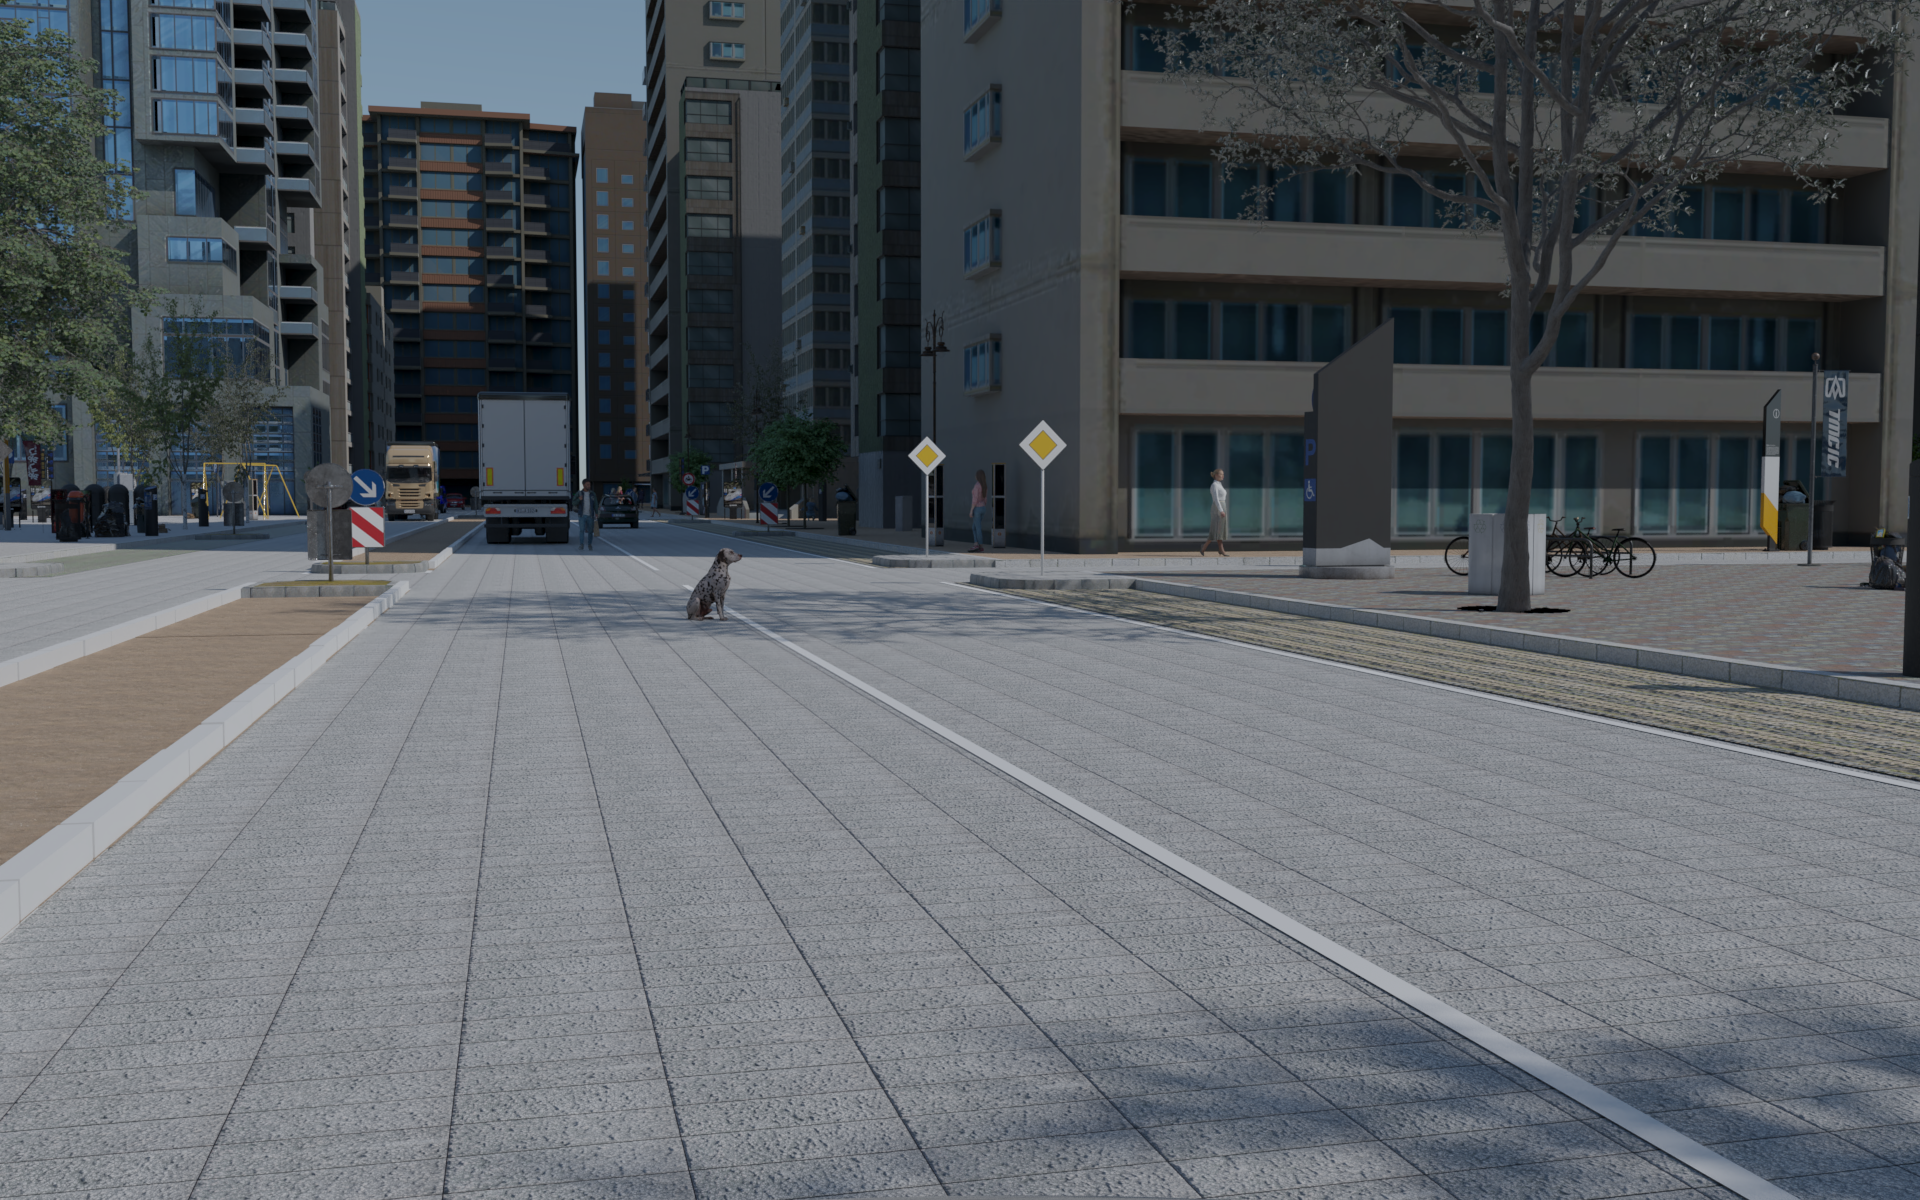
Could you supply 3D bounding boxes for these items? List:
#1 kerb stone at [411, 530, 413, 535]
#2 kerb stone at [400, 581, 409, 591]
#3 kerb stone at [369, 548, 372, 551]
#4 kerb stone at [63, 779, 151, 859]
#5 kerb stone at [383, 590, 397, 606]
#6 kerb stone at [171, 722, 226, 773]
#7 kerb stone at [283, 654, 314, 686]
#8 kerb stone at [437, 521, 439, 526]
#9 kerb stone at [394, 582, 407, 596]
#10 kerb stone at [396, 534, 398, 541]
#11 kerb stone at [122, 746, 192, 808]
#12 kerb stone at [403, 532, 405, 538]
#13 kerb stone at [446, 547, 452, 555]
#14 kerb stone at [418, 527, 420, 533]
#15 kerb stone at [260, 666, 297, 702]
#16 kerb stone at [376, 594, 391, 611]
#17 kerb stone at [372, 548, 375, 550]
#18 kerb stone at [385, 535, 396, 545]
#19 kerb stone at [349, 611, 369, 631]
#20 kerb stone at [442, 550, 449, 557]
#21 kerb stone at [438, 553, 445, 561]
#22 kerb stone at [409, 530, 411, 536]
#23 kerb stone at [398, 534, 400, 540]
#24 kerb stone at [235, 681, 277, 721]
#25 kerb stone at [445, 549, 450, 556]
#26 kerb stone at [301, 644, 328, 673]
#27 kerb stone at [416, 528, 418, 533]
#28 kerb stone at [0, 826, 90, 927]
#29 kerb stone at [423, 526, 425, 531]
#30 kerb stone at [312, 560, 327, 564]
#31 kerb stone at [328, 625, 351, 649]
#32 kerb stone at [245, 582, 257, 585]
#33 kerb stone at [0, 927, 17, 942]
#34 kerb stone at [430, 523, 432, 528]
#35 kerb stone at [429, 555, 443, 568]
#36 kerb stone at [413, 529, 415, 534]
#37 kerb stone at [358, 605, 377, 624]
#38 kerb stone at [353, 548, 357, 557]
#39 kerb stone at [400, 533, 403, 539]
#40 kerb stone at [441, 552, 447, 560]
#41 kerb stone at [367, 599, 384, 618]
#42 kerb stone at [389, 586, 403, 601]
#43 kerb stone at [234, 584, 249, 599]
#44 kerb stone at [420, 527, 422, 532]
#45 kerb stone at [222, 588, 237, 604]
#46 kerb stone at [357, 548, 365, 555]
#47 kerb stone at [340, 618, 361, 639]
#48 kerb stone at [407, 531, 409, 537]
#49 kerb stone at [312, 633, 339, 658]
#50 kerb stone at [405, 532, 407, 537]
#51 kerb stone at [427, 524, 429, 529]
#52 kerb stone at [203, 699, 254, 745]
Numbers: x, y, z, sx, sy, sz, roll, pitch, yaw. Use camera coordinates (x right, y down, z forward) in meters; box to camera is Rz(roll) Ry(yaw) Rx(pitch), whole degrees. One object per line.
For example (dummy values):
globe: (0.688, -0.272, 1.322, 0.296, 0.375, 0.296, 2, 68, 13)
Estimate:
kerb stone: (-18.797, -2.248, 58.954, 0.120, 0.150, 1.000, -1, 4, -14)
kerb stone: (-8.094, -0.178, 25.136, 0.120, 0.150, 1.000, -1, 4, -14)
kerb stone: (-14.779, -1.274, 43.045, 0.120, 0.150, 1.000, -1, 4, -14)
kerb stone: (-3.565, 0.915, 7.243, 0.120, 0.150, 1.000, -1, 4, -14)
kerb stone: (-7.328, 0.003, 22.142, 0.120, 0.150, 1.000, -1, 4, -14)
kerb stone: (-4.075, 0.802, 9.227, 0.120, 0.150, 1.000, -1, 4, -14)
kerb stone: (-5.069, 0.550, 13.208, 0.120, 0.150, 1.000, -1, 4, -14)
kerb stone: (-23.326, -3.342, 76.840, 0.120, 0.150, 1.000, -1, 4, -14)
kerb stone: (-7.838, -0.116, 24.137, 0.120, 0.150, 1.000, -1, 4, -14)
kerb stone: (-17.040, -1.822, 51.982, 0.120, 0.150, 1.000, -1, 4, -14)
kerb stone: (-3.823, 0.854, 8.232, 0.120, 0.150, 1.000, -1, 4, -14)
kerb stone: (-17.798, -2.002, 54.963, 0.120, 0.150, 1.000, -1, 4, -14)
kerb stone: (-11.740, -1.063, 39.577, 0.120, 0.150, 1.000, -1, 4, -14)
kerb stone: (-19.804, -2.491, 62.918, 0.120, 0.150, 1.000, -1, 4, -14)
kerb stone: (-4.824, 0.611, 12.209, 0.120, 0.150, 1.000, -1, 4, -14)
kerb stone: (-7.085, 0.065, 21.149, 0.120, 0.150, 1.000, -1, 4, -14)
kerb stone: (-15.035, -1.336, 44.035, 0.120, 0.150, 1.000, -1, 4, -14)
kerb stone: (-16.791, -1.761, 50.990, 0.120, 0.150, 1.000, -1, 4, -14)
kerb stone: (-6.332, 0.247, 18.169, 0.120, 0.150, 1.000, -1, 4, -14)
kerb stone: (-11.230, -0.936, 37.584, 0.120, 0.150, 1.000, -1, 4, -14)
kerb stone: (-10.726, -0.816, 35.594, 0.120, 0.150, 1.000, -1, 4, -14)
kerb stone: (-18.554, -2.187, 57.960, 0.120, 0.150, 1.000, -1, 4, -14)
kerb stone: (-17.298, -1.883, 52.980, 0.120, 0.150, 1.000, -1, 4, -14)
kerb stone: (-4.577, 0.671, 11.218, 0.120, 0.150, 1.000, -1, 4, -14)
kerb stone: (-11.492, -0.996, 38.582, 0.120, 0.150, 1.000, -1, 4, -14)
kerb stone: (-5.319, 0.496, 14.199, 0.120, 0.150, 1.000, -1, 4, -14)
kerb stone: (-19.557, -2.430, 61.925, 0.120, 0.150, 1.000, -1, 4, -14)
kerb stone: (-3.314, 0.976, 6.244, 0.120, 0.150, 1.000, -1, 4, -14)
kerb stone: (-20.563, -2.671, 65.899, 0.120, 0.150, 1.000, -1, 4, -14)
kerb stone: (-12.264, -0.665, 33.097, 0.120, 0.150, 1.000, -1, 4, -14)
kerb stone: (-5.829, 0.368, 16.182, 0.120, 0.150, 1.000, -1, 4, -14)
kerb stone: (-10.137, -0.149, 24.644, 0.120, 0.150, 1.000, -1, 4, -14)
kerb stone: (-3.059, 1.037, 5.248, 0.120, 0.150, 1.000, -1, 4, -14)
kerb stone: (-21.815, -2.977, 70.865, 0.120, 0.150, 1.000, -1, 4, -14)
kerb stone: (-10.473, -0.758, 34.597, 0.120, 0.150, 1.000, -1, 4, -14)
kerb stone: (-19.048, -2.309, 59.945, 0.120, 0.150, 1.000, -1, 4, -14)
kerb stone: (-6.584, 0.186, 19.162, 0.120, 0.150, 1.000, -1, 4, -14)
kerb stone: (-13.782, -1.032, 39.070, 0.120, 0.150, 1.000, -1, 4, -14)
kerb stone: (-17.546, -1.944, 53.972, 0.120, 0.150, 1.000, -1, 4, -14)
kerb stone: (-10.982, -0.878, 36.583, 0.120, 0.150, 1.000, -1, 4, -14)
kerb stone: (-6.834, 0.125, 20.153, 0.120, 0.150, 1.000, -1, 4, -14)
kerb stone: (-7.577, -0.058, 23.139, 0.120, 0.150, 1.000, -1, 4, -14)
kerb stone: (-9.885, -0.086, 23.644, 0.120, 0.150, 1.000, -1, 4, -14)
kerb stone: (-20.050, -2.549, 63.910, 0.120, 0.150, 1.000, -1, 4, -14)
kerb stone: (-9.628, -0.025, 22.648, 0.120, 0.150, 1.000, -1, 4, -14)
kerb stone: (-14.281, -1.154, 41.059, 0.120, 0.150, 1.000, -1, 4, -14)
kerb stone: (-6.078, 0.313, 17.179, 0.120, 0.150, 1.000, -1, 4, -14)
kerb stone: (-18.299, -2.126, 56.962, 0.120, 0.150, 1.000, -1, 4, -14)
kerb stone: (-5.582, 0.429, 15.190, 0.120, 0.150, 1.000, -1, 4, -14)
kerb stone: (-18.051, -2.065, 55.954, 0.120, 0.150, 1.000, -1, 4, -14)
kerb stone: (-21.308, -2.855, 68.880, 0.120, 0.150, 1.000, -1, 4, -14)
kerb stone: (-4.323, 0.732, 10.225, 0.120, 0.150, 1.000, -1, 4, -14)
